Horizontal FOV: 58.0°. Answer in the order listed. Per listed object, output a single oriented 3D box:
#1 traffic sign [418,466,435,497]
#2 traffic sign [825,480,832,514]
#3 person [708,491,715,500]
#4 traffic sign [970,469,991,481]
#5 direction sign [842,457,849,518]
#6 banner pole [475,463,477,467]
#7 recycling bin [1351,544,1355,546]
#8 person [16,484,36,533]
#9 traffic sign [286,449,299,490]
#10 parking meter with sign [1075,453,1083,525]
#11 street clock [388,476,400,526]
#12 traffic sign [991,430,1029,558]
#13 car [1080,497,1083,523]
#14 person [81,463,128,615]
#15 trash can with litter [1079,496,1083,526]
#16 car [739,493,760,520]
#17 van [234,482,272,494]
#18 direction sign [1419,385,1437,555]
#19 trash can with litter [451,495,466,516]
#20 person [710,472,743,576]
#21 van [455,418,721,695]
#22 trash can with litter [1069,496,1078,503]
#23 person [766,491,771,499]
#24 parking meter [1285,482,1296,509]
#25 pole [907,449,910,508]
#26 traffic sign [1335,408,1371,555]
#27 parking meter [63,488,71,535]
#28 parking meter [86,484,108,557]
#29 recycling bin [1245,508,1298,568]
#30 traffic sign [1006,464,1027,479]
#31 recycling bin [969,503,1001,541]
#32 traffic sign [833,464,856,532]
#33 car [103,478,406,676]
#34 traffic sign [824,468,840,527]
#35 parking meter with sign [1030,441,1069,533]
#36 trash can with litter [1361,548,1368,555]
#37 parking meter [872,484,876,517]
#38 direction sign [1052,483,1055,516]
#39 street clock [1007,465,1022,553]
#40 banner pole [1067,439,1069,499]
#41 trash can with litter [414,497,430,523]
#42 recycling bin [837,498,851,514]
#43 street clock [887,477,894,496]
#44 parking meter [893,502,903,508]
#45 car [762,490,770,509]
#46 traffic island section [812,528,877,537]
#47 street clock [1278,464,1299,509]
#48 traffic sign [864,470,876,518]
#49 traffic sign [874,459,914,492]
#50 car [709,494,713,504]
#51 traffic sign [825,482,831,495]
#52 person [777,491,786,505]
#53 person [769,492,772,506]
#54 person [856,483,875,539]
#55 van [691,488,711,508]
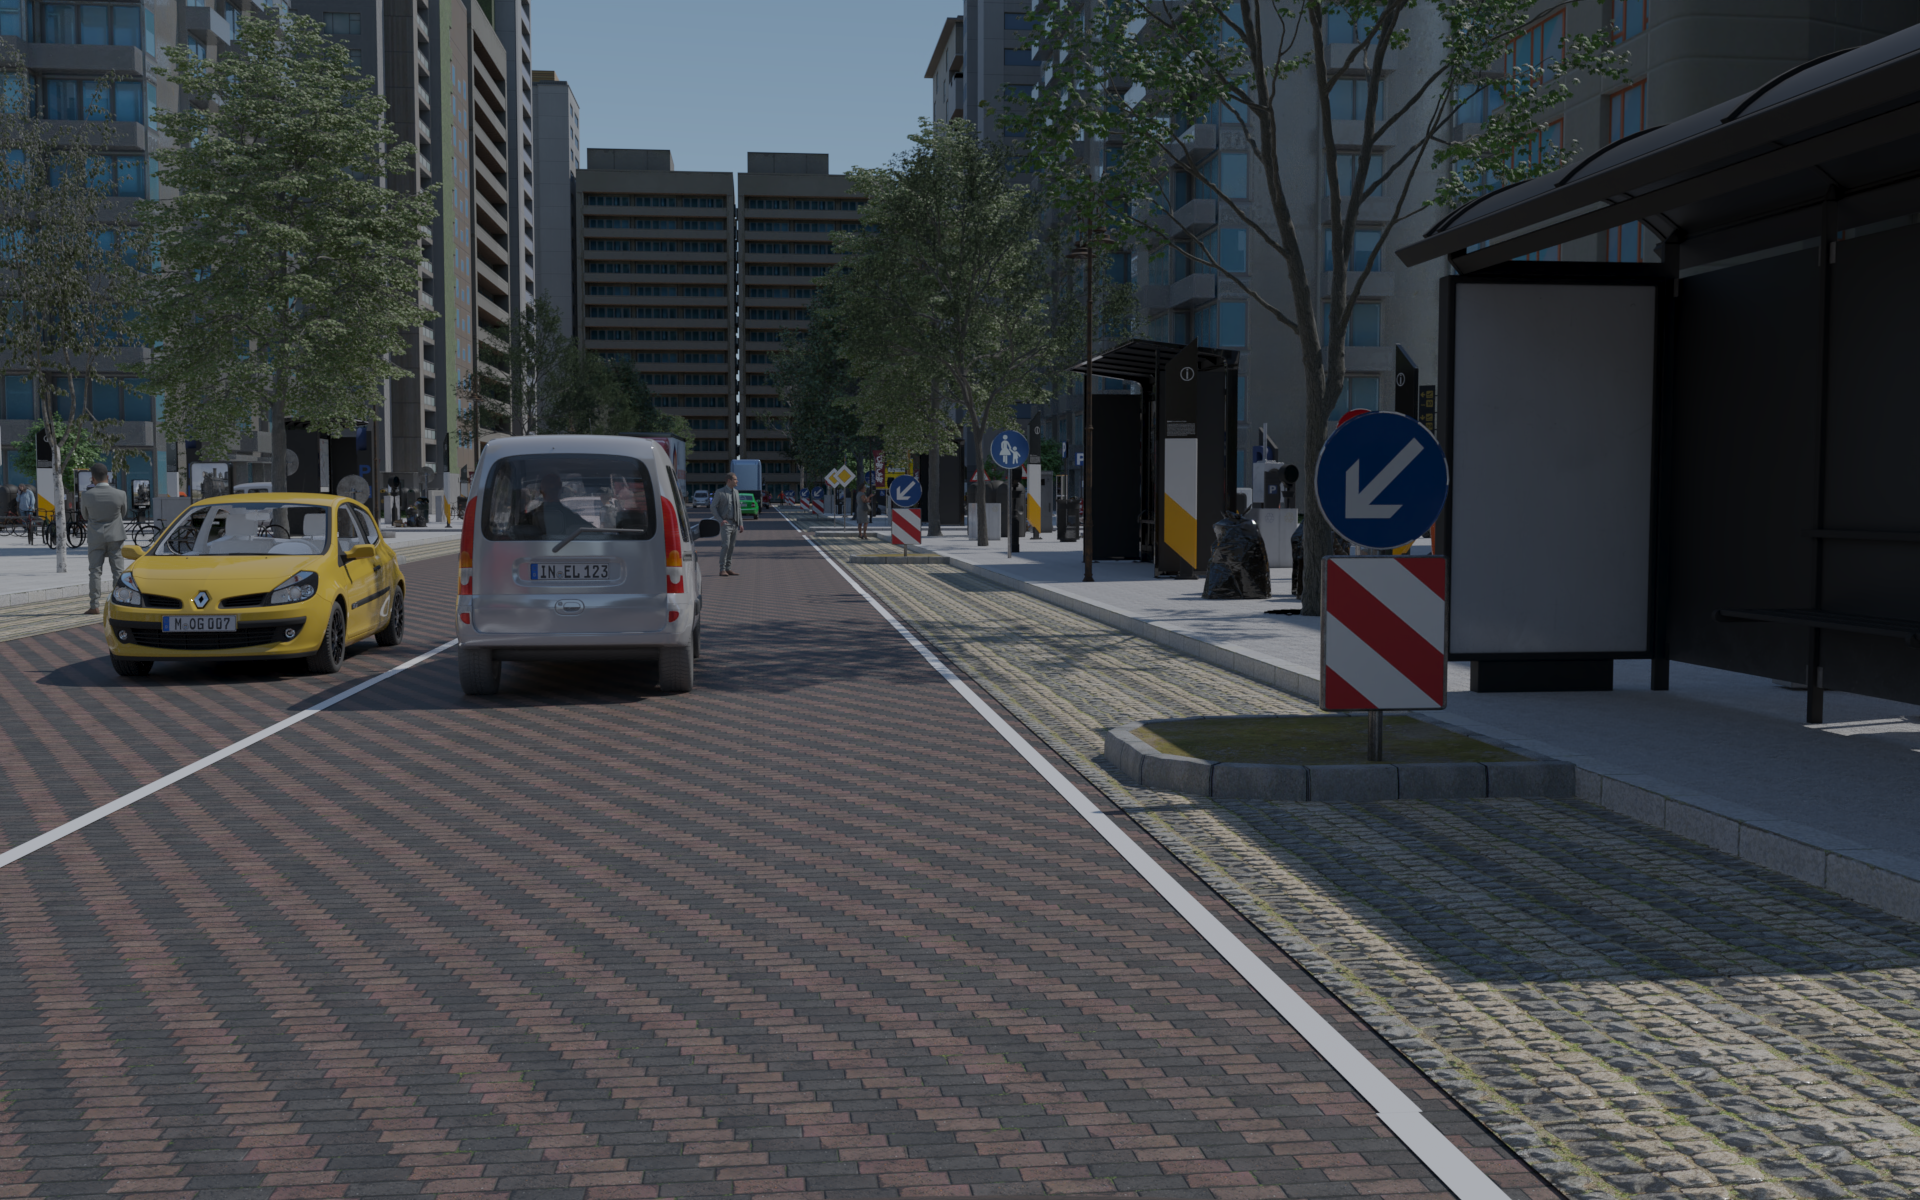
[{"bbox_3d":[-24.423,-4.842,79.269,0.768,2.556,0.104,0,4,2],"label":"traffic sign"},{"bbox_3d":[-8.419,-6.920,113.247,0.768,2.556,0.104,0,4,-1],"label":"traffic sign"},{"bbox_3d":[-24.626,-10.041,173.394,1.217,1.735,0.721,-2,4,-28],"label":"person"},{"bbox_3d":[0.855,-4.458,72.890,0.884,2.594,0.081,0,4,0],"label":"traffic sign"},{"bbox_3d":[-6.283,-6.280,94.673,0.379,3.537,0.876,0,4,2],"label":"direction sign"},{"bbox_3d":[-38.241,-9.034,137.729,0.401,3.779,0.863,3,5,40],"label":"banner pole"},{"bbox_3d":[10.067,-1.881,43.303,0.722,1.027,0.722,-1,4,-14],"label":"recycling bin"},{"bbox_3d":[-32.255,-3.129,59.917,0.793,1.790,0.793,-2,4,-31],"label":"person"},{"bbox_3d":[-18.996,-2.976,48.765,0.768,2.556,0.104,0,4,1],"label":"traffic sign"},{"bbox_3d":[5.374,-4.729,73.573,0.543,3.016,1.738,1,4,19],"label":"parking meter with sign"},{"bbox_3d":[-22.541,-3.942,69.022,0.358,2.002,0.471,1,4,18],"label":"street clock"},{"bbox_3d":[0.992,-2.107,34.554,0.768,2.556,0.104,0,4,0],"label":"traffic sign"},{"bbox_3d":[6.977,-3.391,64.113,5.304,1.827,2.281,0,4,-5],"label":"car"},{"bbox_3d":[-10.191,-0.730,20.624,0.511,1.800,0.466,-3,5,-43],"label":"person"},{"bbox_3d":[4.798,-3.564,69.322,1.678,1.210,2.233,-2,4,-34],"label":"trash can with litter"},{"bbox_3d":[-12.313,-5.458,98.036,1.959,1.807,4.718,0,4,-6],"label":"car"},{"bbox_3d":[-24.795,-3.242,60.022,4.112,2.044,2.013,0,4,-7],"label":"van"},{"bbox_3d":[9.919,-2.688,35.947,0.876,3.537,0.379,3,5,40],"label":"direction sign"},{"bbox_3d":[-29.597,-5.527,101.422,2.233,1.210,1.678,-3,5,-40],"label":"trash can with litter"},{"bbox_3d":[-4.076,-1.335,30.432,0.391,1.810,0.635,2,4,27],"label":"person"},{"bbox_3d":[-2.927,-0.416,13.809,2.013,2.044,4.112,0,4,-7],"label":"van"},{"bbox_3d":[6.547,-5.584,102.683,0.624,1.170,1.055,-2,4,-25],"label":"trash can with litter"},{"bbox_3d":[-19.497,-10.225,176.194,0.721,1.766,1.217,1,4,11],"label":"person"},{"bbox_3d":[10.858,-3.135,56.969,0.255,1.863,0.399,-1,4,-12],"label":"parking meter"},{"bbox_3d":[-2.339,-5.141,77.897,0.158,3.312,0.155,0,3,0],"label":"pole"},{"bbox_3d":[5.947,-1.573,25.826,0.768,2.556,0.104,0,4,-2],"label":"traffic sign"},{"bbox_3d":[-28.154,-2.811,54.374,0.372,1.533,0.369,0,3,0],"label":"parking meter"},{"bbox_3d":[-17.450,-1.629,35.051,0.372,1.533,0.369,0,3,0],"label":"parking meter"},{"bbox_3d":[5.440,-1.087,30.323,0.722,1.027,0.722,-1,4,-14],"label":"recycling bin"},{"bbox_3d":[2.021,-3.669,59.999,0.884,2.594,0.081,0,4,3],"label":"traffic sign"},{"bbox_3d":[0.682,-2.168,48.000,0.722,1.027,0.722,-1,4,-19],"label":"recycling bin"},{"bbox_3d":[-3.905,-3.358,58.547,0.795,2.450,0.064,0,4,-7],"label":"traffic sign"},{"bbox_3d":[-5.972,-0.289,14.948,2.015,1.641,3.980,0,4,-7],"label":"car"},{"bbox_3d":[-4.817,-3.843,66.480,0.795,2.450,0.064,0,4,-7],"label":"traffic sign"},{"bbox_3d":[2.673,-3.728,57.220,1.738,3.016,0.543,-1,4,-10],"label":"parking meter with sign"},{"bbox_3d":[7.554,-1.186,30.785,1.055,1.170,0.624,-2,4,-26],"label":"trash can with litter"},{"bbox_3d":[-4.869,-5.590,97.101,0.255,1.863,0.399,-1,4,-17],"label":"parking meter"},{"bbox_3d":[5.417,-6.724,101.935,0.876,3.537,0.379,0,4,6],"label":"direction sign"},{"bbox_3d":[1.196,-2.043,37.978,0.358,2.002,0.471,-1,4,-14],"label":"street clock"},{"bbox_3d":[4.930,-5.434,78.870,0.401,3.779,0.863,1,4,8],"label":"banner pole"},{"bbox_3d":[-23.746,-3.983,76.514,0.624,1.170,1.055,-1,4,-13],"label":"trash can with litter"},{"bbox_3d":[-7.676,-6.247,114.686,0.722,1.027,0.722,3,5,44],"label":"recycling bin"},{"bbox_3d":[-2.965,-4.272,74.410,0.358,2.002,0.471,1,4,15],"label":"street clock"},{"bbox_3d":[-4.775,-7.647,133.443,0.372,1.533,0.369,0,3,0],"label":"parking meter"},{"bbox_3d":[-19.258,-9.591,165.480,2.281,1.827,5.304,0,4,-6],"label":"car"},{"bbox_3d":[-3.882,-2.223,58.627,2.009,0.180,2.903,0,4,-7],"label":"traffic island section"},{"bbox_3d":[8.031,-2.313,42.387,0.471,2.002,0.358,-2,4,-28],"label":"street clock"},{"bbox_3d":[-4.713,-5.649,92.472,0.768,2.556,0.104,0,4,3],"label":"traffic sign"},{"bbox_3d":[-3.734,-6.351,97.717,2.265,3.308,0.079,0,4,-1],"label":"traffic sign"},{"bbox_3d":[-30.027,-12.377,211.946,1.945,1.707,3.694,0,4,-8],"label":"car"},{"bbox_3d":[-10.413,-8.496,139.019,0.768,2.556,0.104,0,4,-6],"label":"traffic sign"},{"bbox_3d":[-20.645,-11.765,200.787,1.348,1.831,0.705,-3,5,-41],"label":"person"},{"bbox_3d":[-23.875,-12.676,216.427,0.721,1.739,1.217,3,4,36],"label":"person"},{"bbox_3d":[-2.959,-2.787,54.433,0.532,1.782,0.716,-1,4,-20],"label":"person"},{"bbox_3d":[-26.845,-10.573,179.872,2.013,2.044,4.112,0,4,-5],"label":"van"}]
